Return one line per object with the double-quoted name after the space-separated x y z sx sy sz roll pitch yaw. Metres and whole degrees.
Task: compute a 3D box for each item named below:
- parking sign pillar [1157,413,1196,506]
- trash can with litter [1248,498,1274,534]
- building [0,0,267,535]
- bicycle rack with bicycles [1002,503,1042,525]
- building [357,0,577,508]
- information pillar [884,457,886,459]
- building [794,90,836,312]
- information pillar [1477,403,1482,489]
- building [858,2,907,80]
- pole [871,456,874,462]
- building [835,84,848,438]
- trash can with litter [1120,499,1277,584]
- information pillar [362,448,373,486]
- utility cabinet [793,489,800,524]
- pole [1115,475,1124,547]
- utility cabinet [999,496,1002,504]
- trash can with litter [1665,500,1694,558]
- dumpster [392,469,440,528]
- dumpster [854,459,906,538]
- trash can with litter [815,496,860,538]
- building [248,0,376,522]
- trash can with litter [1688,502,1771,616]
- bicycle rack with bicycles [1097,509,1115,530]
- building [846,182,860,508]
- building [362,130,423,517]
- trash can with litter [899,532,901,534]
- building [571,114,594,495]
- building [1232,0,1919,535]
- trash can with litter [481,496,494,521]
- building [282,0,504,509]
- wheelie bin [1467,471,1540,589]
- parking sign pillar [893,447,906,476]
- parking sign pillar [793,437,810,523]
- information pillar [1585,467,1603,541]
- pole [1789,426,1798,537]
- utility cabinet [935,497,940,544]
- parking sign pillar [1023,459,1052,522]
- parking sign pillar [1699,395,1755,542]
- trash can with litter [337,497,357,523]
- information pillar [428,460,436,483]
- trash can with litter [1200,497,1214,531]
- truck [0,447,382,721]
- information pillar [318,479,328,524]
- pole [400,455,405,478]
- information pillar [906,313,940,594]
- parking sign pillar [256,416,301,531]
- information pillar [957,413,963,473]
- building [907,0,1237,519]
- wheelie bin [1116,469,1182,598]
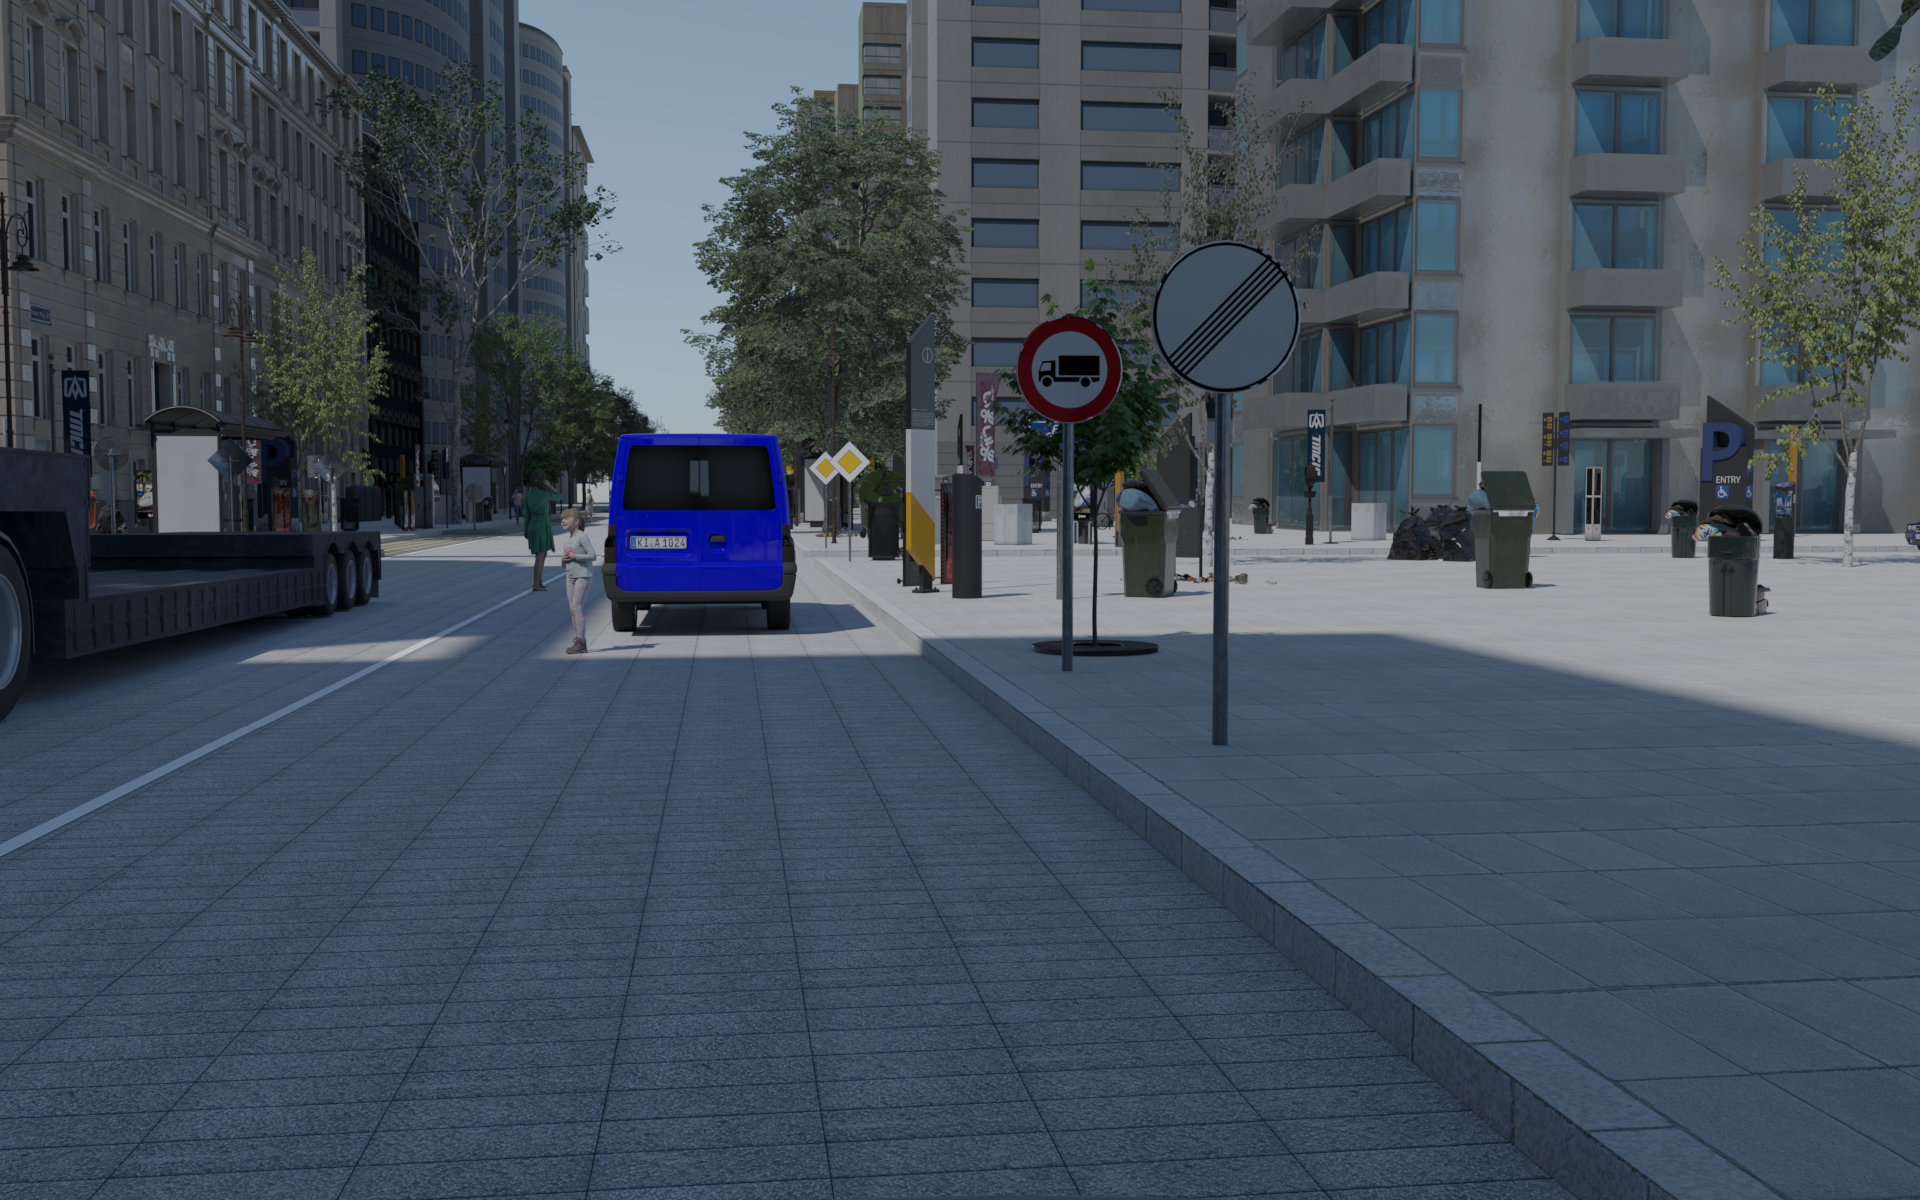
7.222 -4.244 57.869 1.447 3.967 1.447 3 4 39 "parking sign pillar"
9.737 -2.719 55.851 0.624 1.170 1.055 2 4 27 "trash can with litter"
-32.177 -15.853 56.466 12.463 27.353 25.104 0 4 -8 "building"
2.312 -3.551 71.439 2.852 0.926 2.925 0 4 6 "bicycle rack with bicycles"
-59.789 -41.132 214.514 21.231 58.520 28.212 0 4 -8 "building"
-4.824 -7.264 110.126 0.183 3.616 0.504 1 4 14 "information pillar"
-14.174 -43.940 260.420 21.231 58.520 28.212 0 4 -8 "building"
13.494 -3.284 45.047 0.183 3.616 0.504 1 4 15 "information pillar"
-1.803 -28.468 149.053 14.154 41.232 14.086 0 4 -8 "building"
-4.664 -6.018 92.241 0.158 3.312 0.155 0 3 0 "pole"
-5.809 -30.178 177.003 14.154 41.232 14.086 0 4 -8 "building"
3.562 -0.869 25.270 1.678 1.210 2.233 -3 5 -44 "trash can with litter"
-29.755 -5.847 86.958 0.504 3.616 0.183 -1 4 -10 "information pillar"
-7.073 -3.925 72.859 0.318 1.500 1.173 1 4 14 "utility cabinet"
3.835 -2.922 41.611 0.158 3.312 0.155 0 3 0 "pole"
1.144 -3.430 67.236 1.020 1.237 0.306 -2 4 -35 "utility cabinet"
14.583 -1.445 35.012 0.624 1.170 1.055 1 4 22 "trash can with litter"
-20.705 -3.879 65.917 1.502 2.255 1.985 0 4 -8 "dumpster"
-2.210 -2.875 49.499 1.502 2.255 1.985 0 4 -8 "dumpster"
-3.577 -2.513 52.140 1.678 1.210 2.233 2 4 26 "trash can with litter"
-36.288 -17.386 81.523 12.463 27.353 25.104 0 4 -8 "building"
8.220 -0.428 18.383 0.624 1.170 1.055 3 4 37 "trash can with litter"
6.661 -2.995 62.356 2.925 0.926 2.852 2 4 35 "bicycle rack with bicycles"
-3.791 -23.952 163.311 14.160 30.474 14.107 0 4 -8 "building"
-39.510 -16.658 102.044 12.332 23.373 15.834 0 4 -8 "building"
-1.820 -2.586 53.674 1.055 1.170 0.624 1 4 11 "trash can with litter"
-66.263 -39.917 241.873 28.713 52.752 27.495 0 4 -8 "building"
25.483 -27.178 63.968 30.456 49.044 23.786 0 4 -8 "building"
-22.434 -4.285 81.440 1.055 1.170 0.624 2 4 31 "trash can with litter"
-50.958 -37.333 152.388 21.231 58.520 28.212 0 4 -8 "building"
7.371 -0.962 23.630 0.980 1.594 0.693 0 4 -8 "wheelie bin"
-1.941 -4.695 65.243 1.447 3.967 1.447 3 5 44 "parking sign pillar"
-7.114 -5.424 77.148 1.447 3.967 1.447 -1 4 -15 "parking sign pillar"
17.286 -2.616 47.258 0.304 2.012 0.304 -1 4 -20 "information pillar"
24.926 -3.548 51.847 0.158 3.312 0.155 0 3 0 "pole"
-0.913 -2.010 44.030 1.020 1.237 0.306 -2 4 -33 "utility cabinet"
3.587 -5.660 81.017 1.447 3.967 1.447 3 5 42 "parking sign pillar"
20.738 -3.570 46.846 1.447 3.967 1.447 -3 4 -37 "parking sign pillar"
-27.582 -4.069 77.915 1.055 1.170 0.624 -1 4 -22 "trash can with litter"
-32.591 -7.068 106.915 0.504 3.616 0.183 1 4 13 "information pillar"
8.786 -2.971 59.963 0.624 1.170 1.055 -2 4 -34 "trash can with litter"
-7.566 -1.452 13.496 2.967 4.110 18.799 0 4 -8 "truck"
-27.720 -4.334 75.356 0.304 2.012 0.304 1 4 8 "information pillar"
-29.578 -5.993 91.824 0.158 3.312 0.155 0 3 0 "pole"
-0.497 -1.895 22.335 0.183 3.616 0.504 3 5 40 "information pillar"
-23.453 -4.343 59.484 1.447 3.967 1.447 1 4 11 "parking sign pillar"
0.004 -3.623 50.594 0.183 3.616 0.504 -1 4 -10 "information pillar"
7.378 -34.235 101.736 21.231 58.520 28.212 0 4 -8 "building"
2.341 -0.839 21.634 0.693 1.594 0.980 2 4 24 "wheelie bin"
